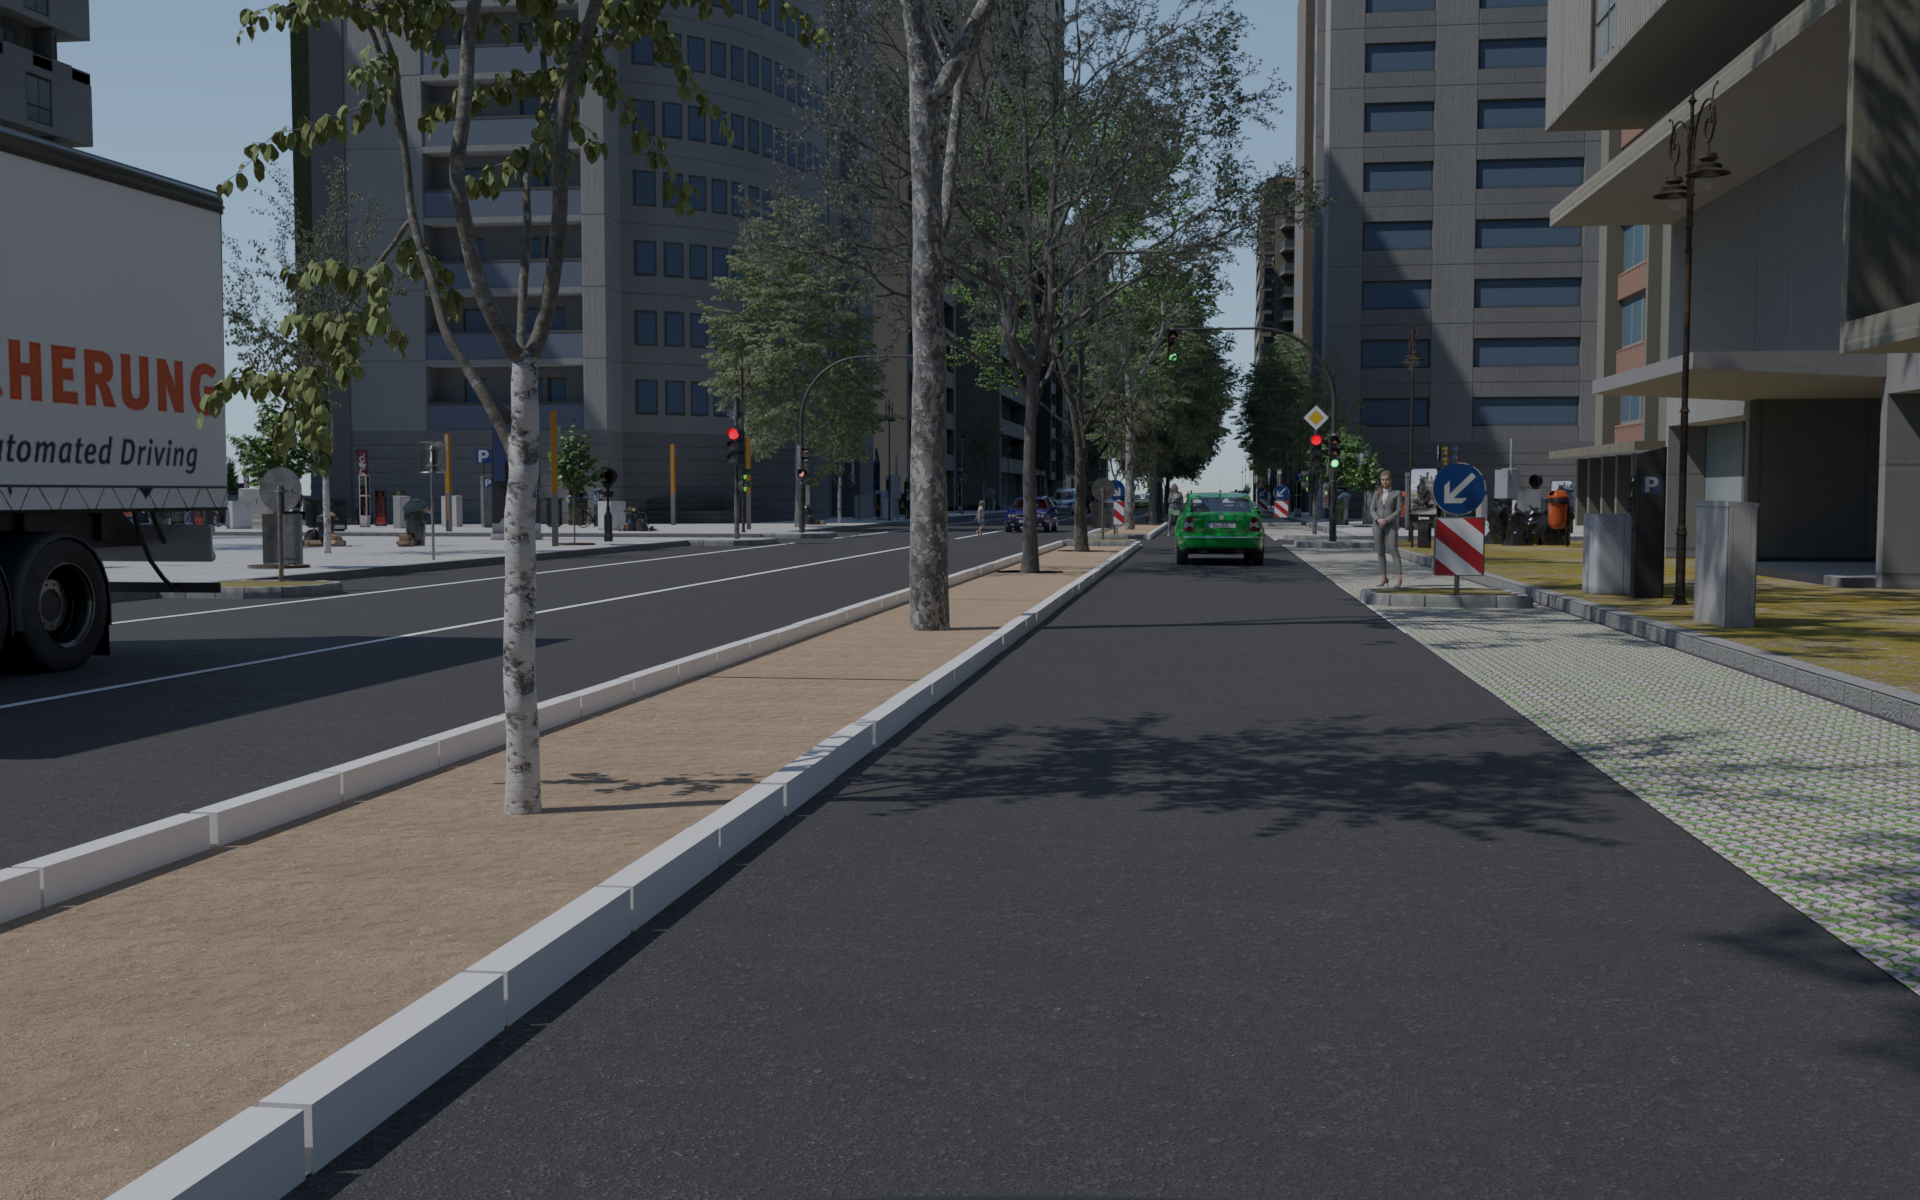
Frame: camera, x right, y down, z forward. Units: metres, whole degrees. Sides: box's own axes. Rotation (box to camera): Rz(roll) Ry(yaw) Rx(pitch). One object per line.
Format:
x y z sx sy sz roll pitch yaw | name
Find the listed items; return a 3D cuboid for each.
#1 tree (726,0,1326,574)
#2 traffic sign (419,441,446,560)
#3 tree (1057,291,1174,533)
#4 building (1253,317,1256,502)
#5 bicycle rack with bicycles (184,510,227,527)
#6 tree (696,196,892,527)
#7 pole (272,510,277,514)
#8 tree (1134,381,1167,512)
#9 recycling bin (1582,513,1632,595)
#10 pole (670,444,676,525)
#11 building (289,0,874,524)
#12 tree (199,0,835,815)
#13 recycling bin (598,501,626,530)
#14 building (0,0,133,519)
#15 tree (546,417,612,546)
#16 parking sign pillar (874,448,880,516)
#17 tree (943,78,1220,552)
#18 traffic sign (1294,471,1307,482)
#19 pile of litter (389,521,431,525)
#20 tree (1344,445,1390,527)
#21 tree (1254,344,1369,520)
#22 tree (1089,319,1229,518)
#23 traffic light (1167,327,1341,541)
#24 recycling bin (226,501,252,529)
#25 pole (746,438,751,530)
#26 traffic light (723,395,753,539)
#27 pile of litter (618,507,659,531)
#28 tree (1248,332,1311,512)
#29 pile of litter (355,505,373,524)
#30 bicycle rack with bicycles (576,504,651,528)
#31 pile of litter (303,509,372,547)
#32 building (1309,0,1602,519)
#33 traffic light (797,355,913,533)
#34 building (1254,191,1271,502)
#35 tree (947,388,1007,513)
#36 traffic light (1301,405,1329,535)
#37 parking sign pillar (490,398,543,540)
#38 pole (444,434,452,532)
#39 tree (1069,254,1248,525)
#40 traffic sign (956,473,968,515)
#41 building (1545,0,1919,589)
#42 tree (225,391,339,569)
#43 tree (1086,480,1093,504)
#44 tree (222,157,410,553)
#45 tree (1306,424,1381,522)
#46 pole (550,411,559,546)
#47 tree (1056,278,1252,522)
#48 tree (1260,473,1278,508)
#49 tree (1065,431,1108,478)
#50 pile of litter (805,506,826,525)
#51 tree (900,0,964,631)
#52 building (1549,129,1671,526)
1.258 -7.234 31.099 12.009 13.543 11.850 0 3 0 | tree
-10.271 -1.933 33.730 0.606 2.300 0.079 1 4 18 | traffic sign
5.396 -6.534 59.655 4.360 8.622 3.978 0 3 0 | tree
54.274 -30.996 278.477 14.160 30.474 14.107 1 4 8 | building
-28.681 -3.331 67.839 2.925 0.926 2.852 3 5 41 | bicycle rack with bicycles
-6.644 -9.099 66.888 7.486 12.596 7.792 0 3 0 | tree
-26.287 -4.434 66.340 0.158 3.312 0.155 0 3 0 | pole
10.853 -8.752 95.906 4.737 8.622 4.395 0 3 0 | tree
8.459 -0.595 22.285 0.722 1.027 0.722 0 4 8 | recycling bin
-11.797 -4.733 71.228 0.158 3.312 0.155 0 3 0 | pole
-17.370 -33.277 86.082 21.231 58.520 28.212 1 4 8 | building
-1.961 -3.358 7.730 4.737 8.622 4.395 0 3 0 | tree
-12.429 -3.014 61.832 0.722 1.027 0.722 3 4 37 | recycling bin
-57.521 -29.882 77.806 27.495 52.752 28.713 1 4 8 | building
-9.597 -3.000 43.645 1.663 3.219 1.824 0 3 0 | tree
-4.970 -6.919 101.601 1.447 3.967 1.447 -1 4 -10 | parking sign pillar
2.910 -6.995 42.589 9.928 11.665 9.643 0 3 0 | tree
18.956 -5.888 96.369 0.768 2.556 0.104 1 4 12 | traffic sign
-23.089 -3.579 72.484 1.719 0.858 1.176 0 4 -5 | pile of litter
15.876 -4.477 67.797 1.663 3.219 1.824 0 3 0 | tree
18.034 -8.312 86.264 4.737 8.622 4.395 0 3 0 | tree
13.096 -12.465 112.921 9.857 13.997 8.962 0 3 0 | tree
8.015 -4.430 47.106 4.771 5.953 1.251 1 4 8 | traffic light
-26.620 -3.144 63.951 0.722 1.027 0.722 -3 5 -40 | recycling bin
-7.641 -4.205 62.598 0.158 3.312 0.155 0 3 0 | pole
-6.346 -3.693 49.295 0.839 4.253 0.868 1 4 8 | traffic light
-11.262 -2.813 59.961 1.719 0.858 1.176 2 4 31 | pile of litter
22.661 -12.472 122.039 7.486 12.596 7.792 0 3 0 | tree
-25.454 -3.606 72.917 1.176 0.858 1.719 3 4 39 | pile of litter
-13.122 -3.215 65.955 2.925 0.926 2.852 -1 4 -16 | bicycle rack with bicycles
-15.573 -1.739 42.395 1.719 0.858 1.176 1 4 15 | pile of litter
31.334 -34.169 100.659 21.231 58.520 28.212 1 4 8 | building
-3.124 -5.032 56.935 4.771 5.953 1.251 1 4 8 | traffic light
55.261 -38.868 259.190 21.300 48.544 21.600 1 4 8 | building
1.463 -10.363 119.803 4.360 8.622 3.978 0 3 0 | tree
11.238 -4.033 54.853 0.839 4.253 0.868 1 4 8 | traffic light
-12.472 -3.680 48.642 1.447 3.967 1.447 0 4 -7 | parking sign pillar
-17.393 -3.977 58.865 0.158 3.312 0.155 0 3 0 | pole
8.882 -9.668 78.653 7.486 12.596 7.792 0 3 0 | tree
0.107 -6.482 106.080 0.768 2.556 0.104 1 4 15 | traffic sign
23.331 -26.315 19.491 28.713 52.752 27.495 1 4 8 | building
-11.982 -2.171 30.101 1.663 3.219 1.824 0 3 0 | tree
17.843 -14.601 233.321 1.663 3.219 1.824 0 3 0 | tree
-13.901 -5.306 37.108 4.360 8.622 3.978 0 3 0 | tree
18.044 -5.974 81.388 4.285 4.588 4.351 0 3 0 | tree
-9.933 -2.971 42.416 0.158 3.312 0.155 0 3 0 | pole
9.805 -10.261 87.238 9.611 12.733 9.660 0 3 0 | tree
28.747 -10.140 160.385 1.663 3.219 1.824 0 3 0 | tree
14.364 -16.713 207.676 8.767 10.594 7.601 0 4 6 | tree
-6.238 -3.594 72.720 1.176 0.858 1.719 -1 4 -17 | pile of litter
0.761 -9.677 16.566 12.611 20.169 13.585 0 3 0 | tree
37.680 -25.006 63.479 28.867 44.769 22.147 1 4 8 | building
